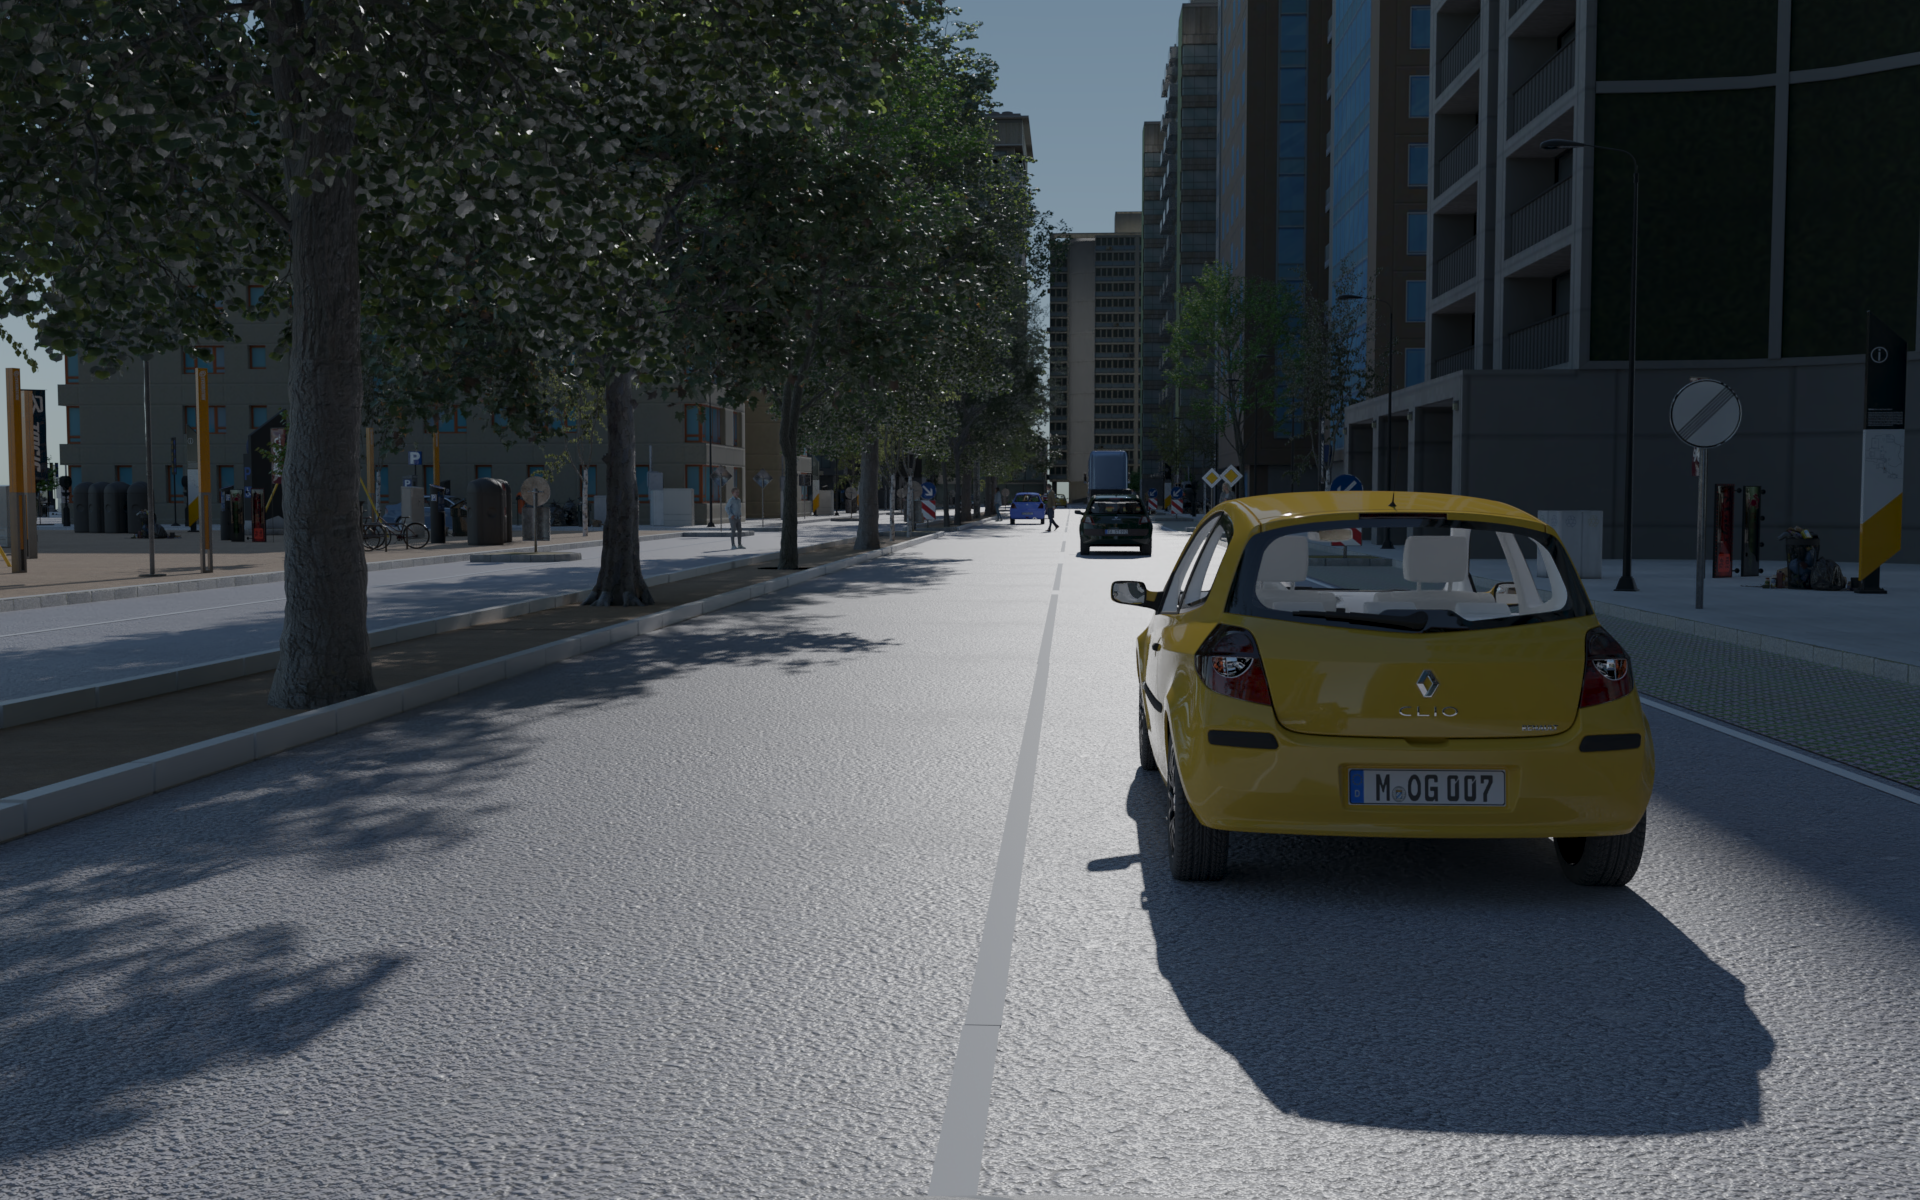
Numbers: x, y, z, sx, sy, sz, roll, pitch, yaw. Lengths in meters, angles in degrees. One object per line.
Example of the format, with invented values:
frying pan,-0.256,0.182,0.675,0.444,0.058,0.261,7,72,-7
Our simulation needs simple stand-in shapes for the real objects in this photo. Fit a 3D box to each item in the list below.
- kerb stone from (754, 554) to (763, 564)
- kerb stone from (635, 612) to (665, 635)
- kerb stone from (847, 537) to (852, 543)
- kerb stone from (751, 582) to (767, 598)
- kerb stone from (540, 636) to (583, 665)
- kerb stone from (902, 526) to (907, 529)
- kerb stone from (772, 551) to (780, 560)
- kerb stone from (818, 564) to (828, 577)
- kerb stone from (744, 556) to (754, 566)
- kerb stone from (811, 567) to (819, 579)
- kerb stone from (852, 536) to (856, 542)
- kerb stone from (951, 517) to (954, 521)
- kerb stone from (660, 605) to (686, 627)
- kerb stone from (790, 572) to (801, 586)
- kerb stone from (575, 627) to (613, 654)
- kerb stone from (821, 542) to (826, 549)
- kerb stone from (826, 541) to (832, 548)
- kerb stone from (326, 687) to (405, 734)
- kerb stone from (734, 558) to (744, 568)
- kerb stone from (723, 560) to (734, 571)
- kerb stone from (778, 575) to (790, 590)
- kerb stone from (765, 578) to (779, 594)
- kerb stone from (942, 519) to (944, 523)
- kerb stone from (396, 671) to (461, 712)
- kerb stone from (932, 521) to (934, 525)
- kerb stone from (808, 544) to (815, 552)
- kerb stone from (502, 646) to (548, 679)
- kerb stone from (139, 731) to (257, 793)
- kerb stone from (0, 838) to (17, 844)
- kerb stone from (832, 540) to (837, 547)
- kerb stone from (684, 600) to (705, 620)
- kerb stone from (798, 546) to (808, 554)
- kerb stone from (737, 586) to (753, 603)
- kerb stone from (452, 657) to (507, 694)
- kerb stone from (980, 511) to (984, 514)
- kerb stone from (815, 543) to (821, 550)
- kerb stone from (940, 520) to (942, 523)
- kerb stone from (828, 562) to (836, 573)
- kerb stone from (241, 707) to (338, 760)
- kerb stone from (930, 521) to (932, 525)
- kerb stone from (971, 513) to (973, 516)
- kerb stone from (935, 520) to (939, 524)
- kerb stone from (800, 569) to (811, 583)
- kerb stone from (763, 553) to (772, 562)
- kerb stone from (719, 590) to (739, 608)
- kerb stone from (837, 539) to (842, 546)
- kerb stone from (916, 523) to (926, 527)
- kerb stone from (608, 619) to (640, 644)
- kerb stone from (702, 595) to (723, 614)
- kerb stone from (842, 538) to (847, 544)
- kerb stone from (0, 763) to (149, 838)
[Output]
kerb stone,-4.241,-0.815,35.565,0.120,0.150,1.000,0,4,4
kerb stone,-3.277,0.256,18.013,0.120,0.150,1.000,0,4,4
kerb stone,-3.316,-1.691,49.859,0.120,0.150,1.000,0,4,4
kerb stone,-2.880,-0.120,24.152,0.120,0.150,1.000,0,4,4
kerb stone,-3.476,0.444,14.933,0.120,0.150,1.000,0,4,4
kerb stone,-2.091,-2.851,68.814,0.120,0.150,1.000,0,4,4
kerb stone,-4.109,-0.941,37.605,0.120,0.150,1.000,0,4,4
kerb stone,-2.489,-0.494,30.280,0.120,0.150,1.000,0,4,4
kerb stone,-4.310,-0.751,34.546,0.120,0.150,1.000,0,4,4
kerb stone,-2.550,-0.432,29.260,0.120,0.150,1.000,0,4,4
kerb stone,-3.250,-1.750,50.890,0.120,0.150,1.000,0,4,4
kerb stone,-0.362,-4.476,95.480,0.120,0.150,1.000,0,4,4
kerb stone,-3.210,0.193,19.033,0.120,0.150,1.000,0,4,4
kerb stone,-2.674,-0.307,27.220,0.120,0.150,1.000,0,4,4
kerb stone,-3.411,0.382,15.953,0.120,0.150,1.000,0,4,4
kerb stone,-3.649,-1.378,44.753,0.120,0.150,1.000,0,4,4
kerb stone,-3.585,-1.441,45.776,0.120,0.150,1.000,0,4,4
kerb stone,-3.745,0.694,10.841,0.120,0.150,1.000,0,4,4
kerb stone,-4.379,-0.689,33.513,0.120,0.150,1.000,0,4,4
kerb stone,-4.442,-0.627,32.493,0.120,0.150,1.000,0,4,4
kerb stone,-2.752,-0.245,26.195,0.120,0.150,1.000,0,4,4
kerb stone,-2.811,-0.182,25.175,0.120,0.150,1.000,0,4,4
kerb stone,-1.027,-3.854,85.211,0.120,0.150,1.000,0,4,4
kerb stone,-3.677,0.632,11.869,0.120,0.150,1.000,0,4,4
kerb stone,-1.420,-3.477,79.051,0.120,0.150,1.000,0,4,4
kerb stone,-3.781,-1.250,42.714,0.120,0.150,1.000,0,4,4
kerb stone,-3.541,0.507,13.913,0.120,0.150,1.000,0,4,4
kerb stone,-3.881,0.819,8.798,0.120,0.150,1.000,0,4,4
kerb stone,-4.010,0.954,6.755,0.120,0.150,1.000,0,4,4
kerb stone,-3.524,-1.503,46.797,0.120,0.150,1.000,0,4,4
kerb stone,-3.151,0.131,20.053,0.120,0.150,1.000,0,4,4
kerb stone,-3.849,-1.190,41.694,0.120,0.150,1.000,0,4,4
kerb stone,-2.951,-0.057,23.122,0.120,0.150,1.000,0,4,4
kerb stone,-3.611,0.569,12.893,0.120,0.150,1.000,0,4,4
kerb stone,1.764,-6.484,128.208,0.120,0.150,1.000,0,4,4
kerb stone,-3.705,-1.317,43.733,0.120,0.150,1.000,0,4,4
kerb stone,-1.090,-3.791,84.180,0.120,0.150,1.000,0,4,4
kerb stone,-2.411,-0.557,31.304,0.120,0.150,1.000,0,4,4
kerb stone,-3.812,0.757,9.821,0.120,0.150,1.000,0,4,4
kerb stone,-1.490,-3.415,78.025,0.120,0.150,1.000,0,4,4
kerb stone,0.971,-5.731,115.927,0.120,0.150,1.000,0,4,4
kerb stone,-1.229,-3.666,82.129,0.120,0.150,1.000,0,4,4
kerb stone,-2.611,-0.370,28.240,0.120,0.150,1.000,0,4,4
kerb stone,-4.174,-0.880,36.585,0.120,0.150,1.000,0,4,4
kerb stone,-3.015,0.006,22.102,0.120,0.150,1.000,0,4,4
kerb stone,-3.448,-1.567,47.819,0.120,0.150,1.000,0,4,4
kerb stone,-1.688,-3.227,74.962,0.120,0.150,1.000,0,4,4
kerb stone,-3.346,0.322,16.980,0.120,0.150,1.000,0,4,4
kerb stone,-3.079,0.069,21.072,0.120,0.150,1.000,0,4,4
kerb stone,-3.382,-1.627,48.839,0.120,0.150,1.000,0,4,4
kerb stone,-3.944,0.882,7.774,0.120,0.150,1.000,0,4,4
